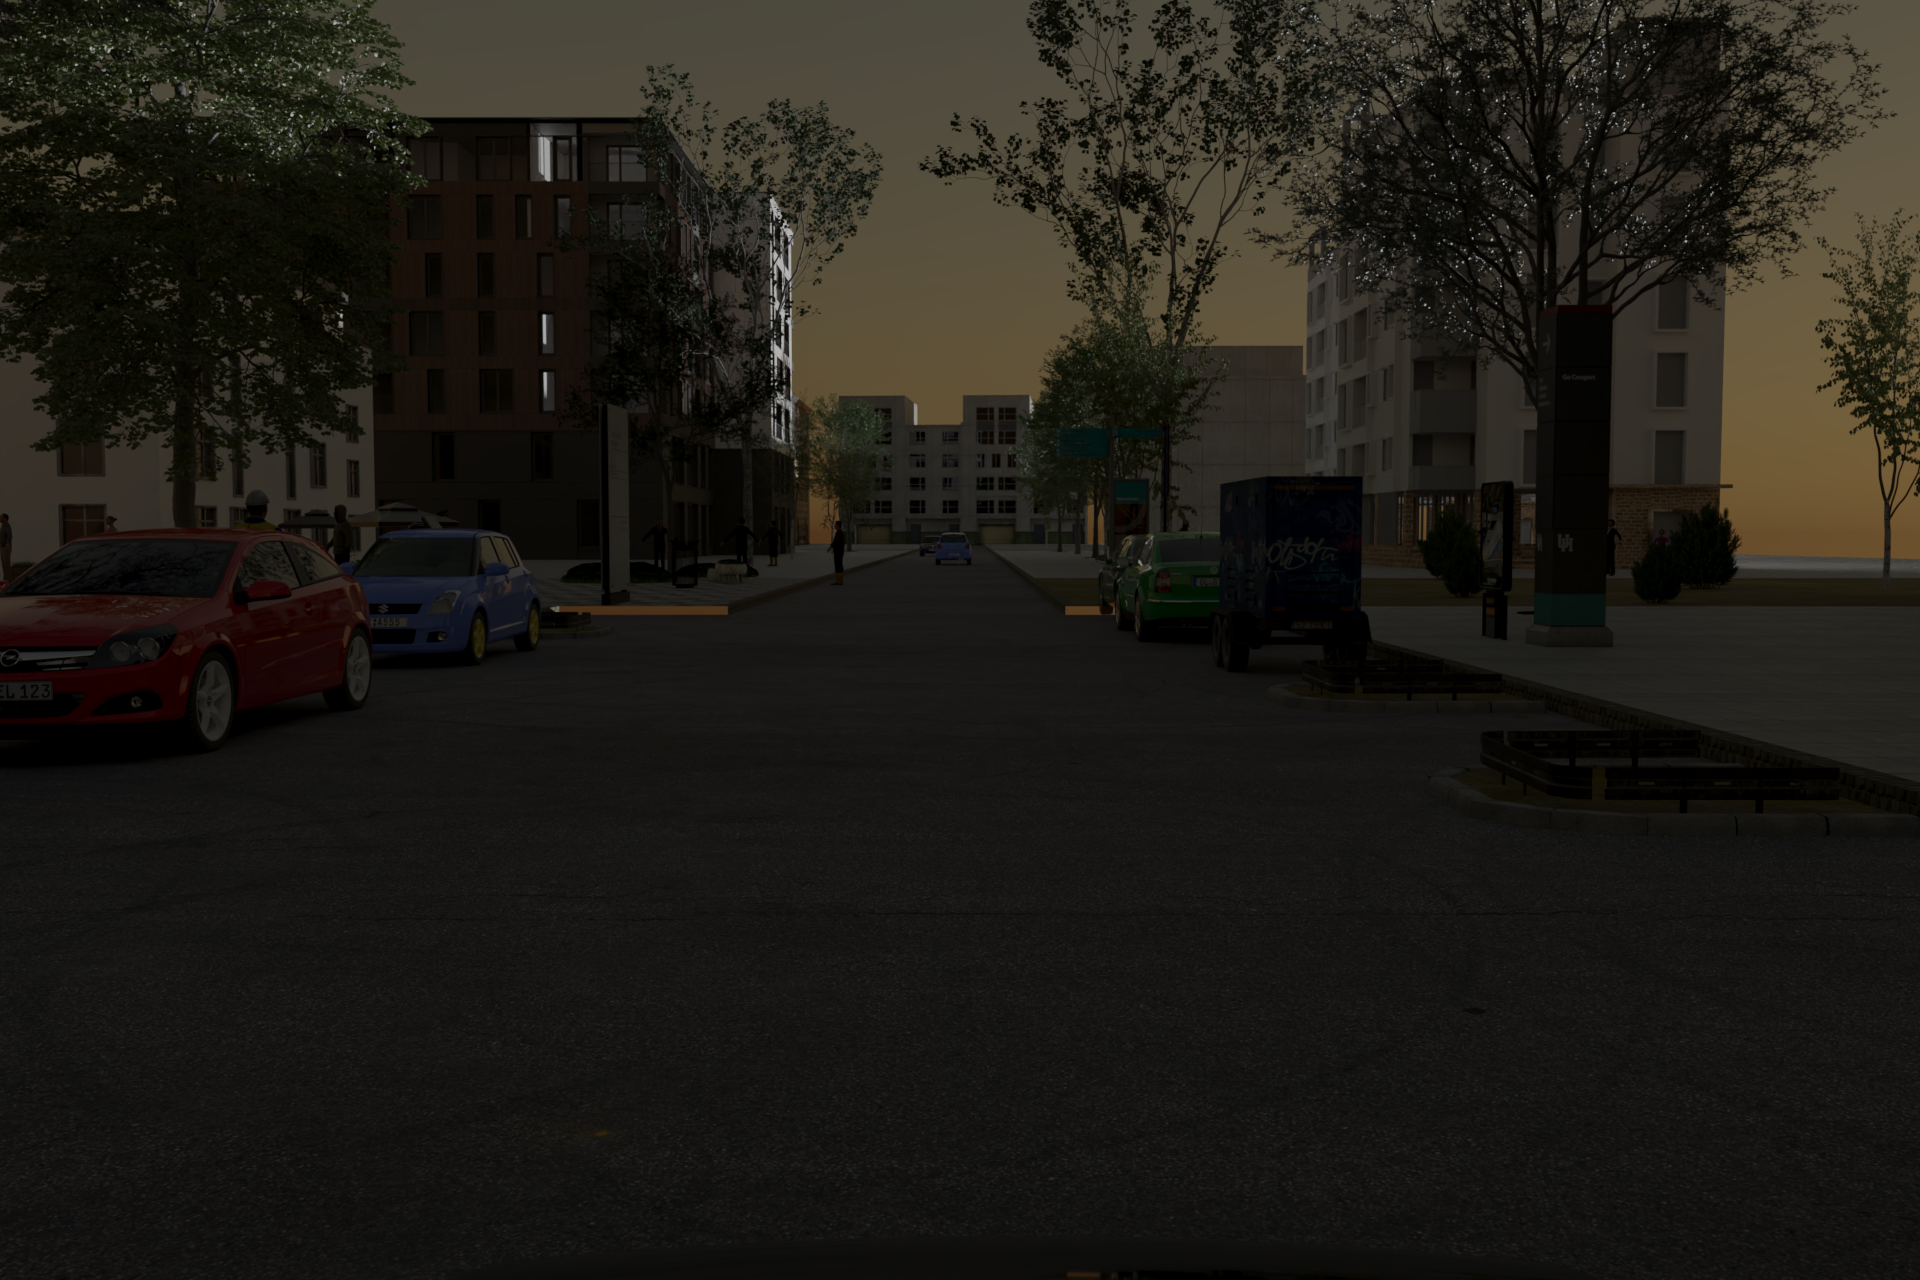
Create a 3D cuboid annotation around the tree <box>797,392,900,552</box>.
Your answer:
[{"bbox_3d":[-8.114,-12.263,126.251,9.928,11.665,9.643,0,3,0],"label":"tree"}]

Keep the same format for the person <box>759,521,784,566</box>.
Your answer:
[{"bbox_3d":[-7.470,-3.849,69.061,0.704,1.812,1.346,3,5,42],"label":"person"}]

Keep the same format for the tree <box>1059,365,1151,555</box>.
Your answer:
[{"bbox_3d":[6.352,-7.624,75.015,4.360,8.622,3.978,0,3,0],"label":"tree"}]

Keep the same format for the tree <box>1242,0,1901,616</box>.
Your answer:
[{"bbox_3d":[9.392,-7.149,27.263,12.009,13.543,11.850,0,3,0],"label":"tree"}]

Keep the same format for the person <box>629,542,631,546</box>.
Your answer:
[{"bbox_3d":[-11.549,-3.186,58.274,1.347,1.806,0.705,3,5,44],"label":"person"}]

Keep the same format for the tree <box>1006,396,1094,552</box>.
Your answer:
[{"bbox_3d":[7.206,-12.019,122.265,9.928,11.665,9.643,0,3,0],"label":"tree"}]

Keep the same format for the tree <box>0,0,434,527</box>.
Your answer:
[{"bbox_3d":[-12.072,-6.666,27.115,7.486,12.596,7.792,0,3,0],"label":"tree"}]

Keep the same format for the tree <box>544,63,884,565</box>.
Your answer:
[{"bbox_3d":[-9.992,-13.178,71.348,12.611,20.169,13.585,0,3,0],"label":"tree"}]

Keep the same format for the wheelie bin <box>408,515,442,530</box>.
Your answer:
[{"bbox_3d":[-9.071,-1.324,29.558,0.693,1.594,0.980,0,4,0],"label":"wheelie bin"}]

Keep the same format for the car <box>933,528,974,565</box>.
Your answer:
[{"bbox_3d":[-0.294,-4.385,81.289,1.945,1.707,3.694,0,4,0],"label":"car"}]

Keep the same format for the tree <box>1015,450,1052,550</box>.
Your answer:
[{"bbox_3d":[6.571,-11.328,135.571,4.737,8.622,4.395,0,3,0],"label":"tree"}]

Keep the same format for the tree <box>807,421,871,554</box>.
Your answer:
[{"bbox_3d":[-8.403,-9.835,111.171,4.360,8.622,3.978,0,3,0],"label":"tree"}]

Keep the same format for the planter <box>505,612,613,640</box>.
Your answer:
[{"bbox_3d":[-5.999,-0.205,24.486,1.991,0.319,1.994,0,4,0],"label":"planter"}]

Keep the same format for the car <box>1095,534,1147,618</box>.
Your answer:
[{"bbox_3d":[3.442,-1.097,29.739,2.131,1.459,4.920,0,4,-1],"label":"car"}]

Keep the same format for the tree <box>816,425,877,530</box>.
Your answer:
[{"bbox_3d":[-7.842,-10.278,118.402,4.737,8.622,4.395,0,3,0],"label":"tree"}]

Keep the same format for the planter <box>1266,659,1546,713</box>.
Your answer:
[{"bbox_3d":[3.685,0.386,14.832,1.991,0.319,1.994,0,4,-1],"label":"planter"}]

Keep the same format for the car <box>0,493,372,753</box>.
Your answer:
[{"bbox_3d":[-5.779,-0.222,12.663,2.155,1.783,4.494,0,3,0],"label":"car"}]

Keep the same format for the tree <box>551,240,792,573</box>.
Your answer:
[{"bbox_3d":[-8.919,-7.335,54.332,8.767,10.594,7.601,1,4,19],"label":"tree"}]

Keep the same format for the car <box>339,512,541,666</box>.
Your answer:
[{"bbox_3d":[-6.065,-0.637,20.001,1.945,1.707,3.694,0,4,0],"label":"car"}]

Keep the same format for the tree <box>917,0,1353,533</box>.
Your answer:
[{"bbox_3d":[5.429,-12.254,56.245,12.611,20.169,13.585,0,3,0],"label":"tree"}]

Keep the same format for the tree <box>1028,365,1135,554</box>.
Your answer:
[{"bbox_3d":[7.874,-11.740,110.079,7.486,12.596,7.792,0,3,0],"label":"tree"}]

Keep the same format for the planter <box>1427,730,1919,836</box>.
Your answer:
[{"bbox_3d":[3.582,0.729,9.215,1.991,0.319,1.994,0,4,1],"label":"planter"}]

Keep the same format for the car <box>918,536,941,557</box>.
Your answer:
[{"bbox_3d":[-1.713,-6.039,111.320,1.945,1.354,3.894,0,4,0],"label":"car"}]

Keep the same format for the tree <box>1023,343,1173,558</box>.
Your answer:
[{"bbox_3d":[7.368,-10.143,91.591,9.928,11.665,9.643,0,3,0],"label":"tree"}]

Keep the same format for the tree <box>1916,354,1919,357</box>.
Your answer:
[{"bbox_3d":[26.884,-5.802,45.218,4.360,8.622,3.978,0,3,0],"label":"tree"}]

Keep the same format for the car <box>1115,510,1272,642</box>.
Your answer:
[{"bbox_3d":[3.230,-0.956,24.431,1.959,1.807,4.718,0,4,-1],"label":"car"}]

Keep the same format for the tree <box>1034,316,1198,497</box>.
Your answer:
[{"bbox_3d":[7.330,-9.523,81.457,9.928,11.665,9.643,0,3,0],"label":"tree"}]

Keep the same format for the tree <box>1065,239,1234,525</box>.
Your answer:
[{"bbox_3d":[4.430,-5.692,43.427,4.737,8.622,4.395,0,3,0],"label":"tree"}]

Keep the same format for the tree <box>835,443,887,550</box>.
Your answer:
[{"bbox_3d":[-8.428,-11.422,137.118,4.360,8.622,3.978,0,3,0],"label":"tree"}]

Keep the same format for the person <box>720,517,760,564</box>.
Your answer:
[{"bbox_3d":[-6.871,-2.950,54.423,1.347,1.806,0.705,-2,4,-32],"label":"person"}]

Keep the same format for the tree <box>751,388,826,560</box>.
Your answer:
[{"bbox_3d":[-8.353,-8.327,86.502,4.360,8.622,3.978,0,3,0],"label":"tree"}]

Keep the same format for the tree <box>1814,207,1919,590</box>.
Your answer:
[{"bbox_3d":[21.185,-5.429,39.131,4.737,8.622,4.395,0,3,0],"label":"tree"}]

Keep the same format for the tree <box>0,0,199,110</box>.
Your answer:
[{"bbox_3d":[-11.319,-6.307,13.493,12.009,13.543,11.850,0,3,0],"label":"tree"}]
